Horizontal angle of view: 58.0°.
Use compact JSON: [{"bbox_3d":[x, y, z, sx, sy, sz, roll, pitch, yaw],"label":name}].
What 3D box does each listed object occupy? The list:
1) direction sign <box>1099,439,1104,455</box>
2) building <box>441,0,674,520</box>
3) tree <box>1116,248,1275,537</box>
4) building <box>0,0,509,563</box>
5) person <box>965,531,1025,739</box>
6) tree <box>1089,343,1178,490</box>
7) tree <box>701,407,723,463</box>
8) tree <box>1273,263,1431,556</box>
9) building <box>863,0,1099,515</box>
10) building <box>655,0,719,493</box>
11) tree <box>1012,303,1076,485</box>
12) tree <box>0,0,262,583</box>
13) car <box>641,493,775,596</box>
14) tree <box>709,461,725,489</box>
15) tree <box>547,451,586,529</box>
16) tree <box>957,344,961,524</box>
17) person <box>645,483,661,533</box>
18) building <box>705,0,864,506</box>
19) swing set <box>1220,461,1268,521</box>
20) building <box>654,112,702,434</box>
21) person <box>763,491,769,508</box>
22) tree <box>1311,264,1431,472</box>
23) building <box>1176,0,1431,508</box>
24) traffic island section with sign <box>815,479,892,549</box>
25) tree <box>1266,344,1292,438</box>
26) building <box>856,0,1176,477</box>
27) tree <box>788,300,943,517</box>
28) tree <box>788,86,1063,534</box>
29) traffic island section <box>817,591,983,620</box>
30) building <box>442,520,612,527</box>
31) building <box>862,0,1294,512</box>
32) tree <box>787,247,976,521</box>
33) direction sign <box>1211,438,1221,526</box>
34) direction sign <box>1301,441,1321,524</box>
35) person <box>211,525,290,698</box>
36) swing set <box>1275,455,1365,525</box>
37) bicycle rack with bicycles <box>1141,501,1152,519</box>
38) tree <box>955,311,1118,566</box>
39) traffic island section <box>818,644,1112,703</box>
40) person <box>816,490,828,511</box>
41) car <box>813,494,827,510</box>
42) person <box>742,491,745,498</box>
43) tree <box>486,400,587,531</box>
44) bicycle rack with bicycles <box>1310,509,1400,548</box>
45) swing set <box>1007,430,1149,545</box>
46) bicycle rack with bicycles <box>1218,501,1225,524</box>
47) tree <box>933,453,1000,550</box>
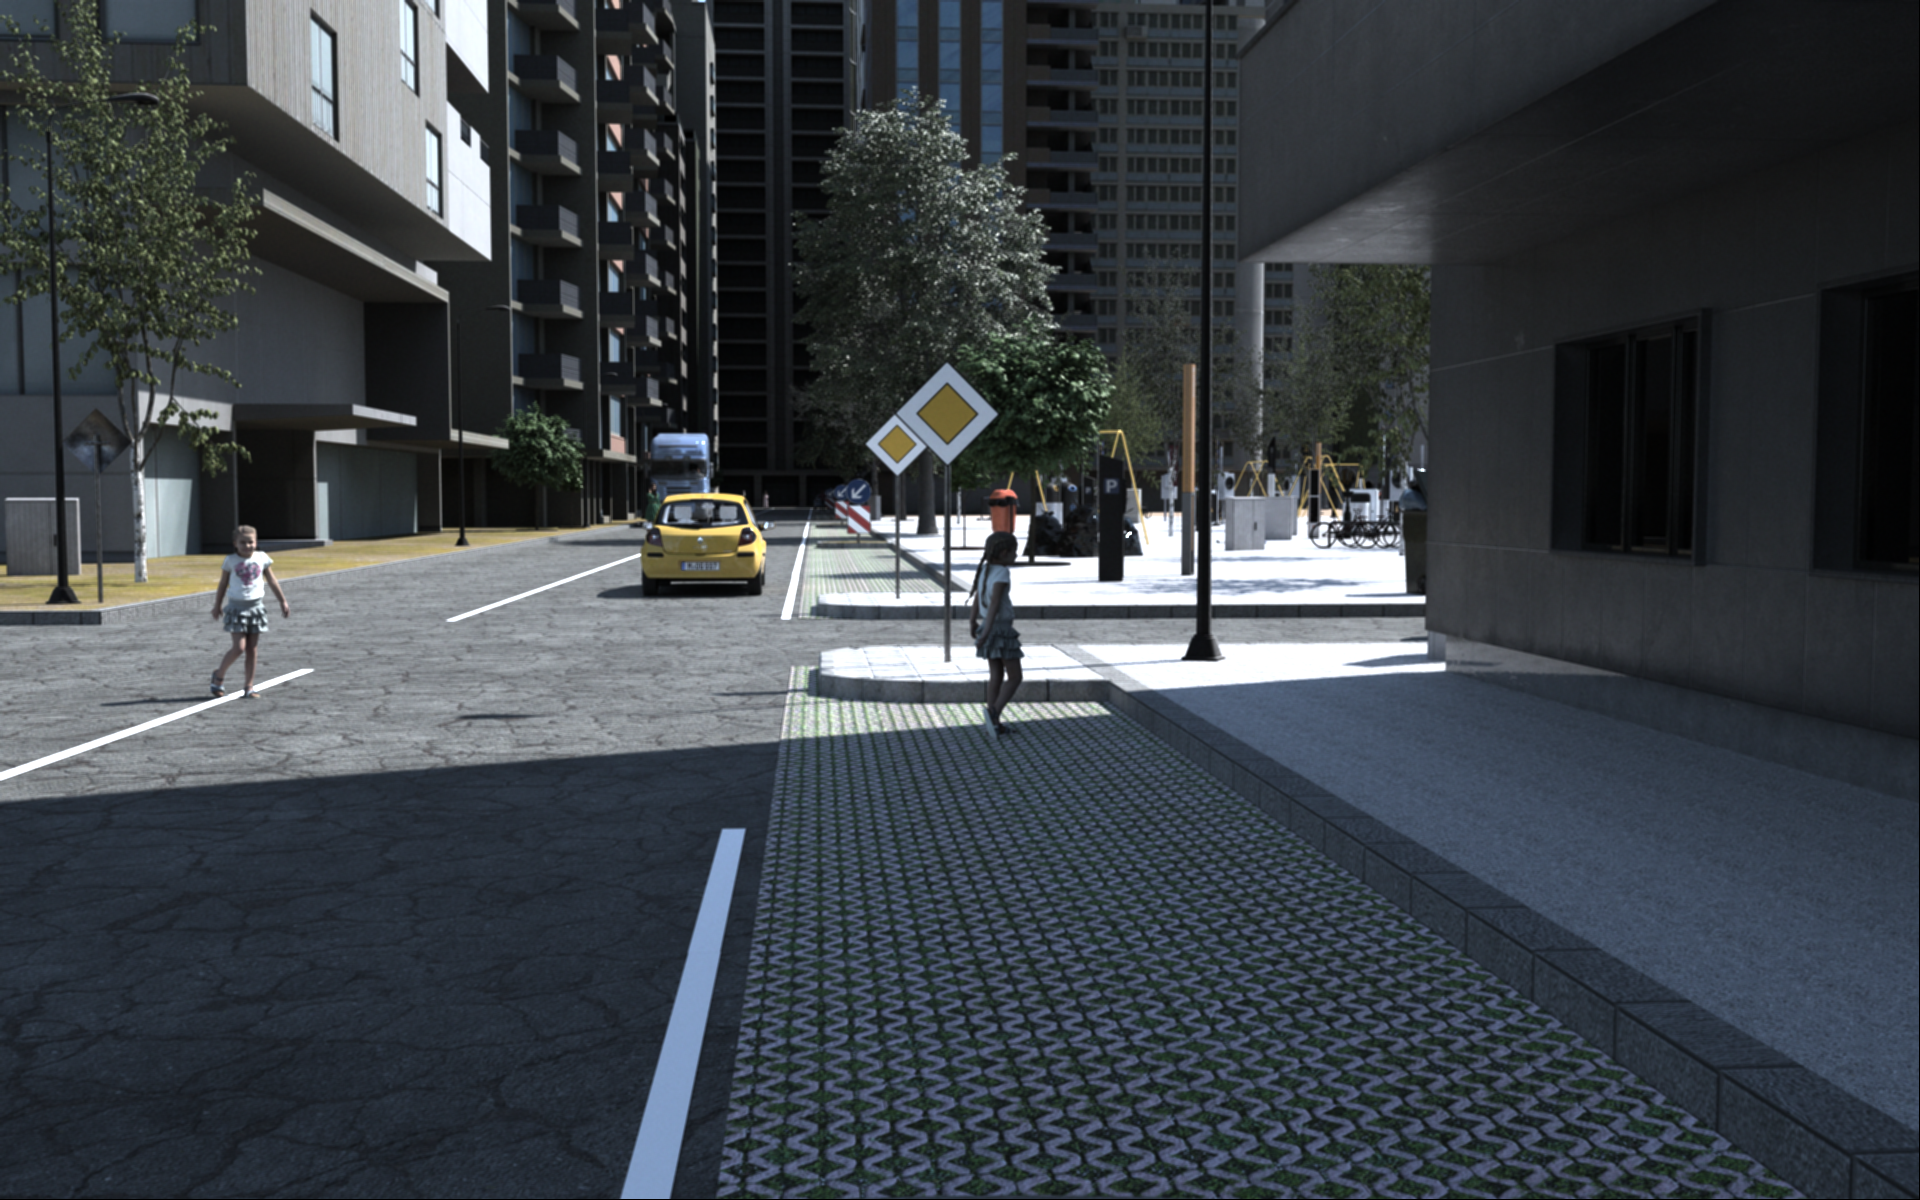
[{"bbox_3d":[5.830,-4.860,71.465,0.379,3.537,0.876,1,4,16],"label":"direction sign"},{"bbox_3d":[-29.633,-27.767,108.611,22.147,44.769,28.867,0,4,-5],"label":"building"},{"bbox_3d":[6.457,-6.200,51.739,4.360,8.622,3.978,0,3,0],"label":"tree"},{"bbox_3d":[-27.288,-27.689,41.949,28.713,52.752,27.495,0,4,-5],"label":"building"},{"bbox_3d":[0.158,0.200,10.249,0.382,1.210,0.505,-2,4,-30],"label":"person"},{"bbox_3d":[7.847,-8.201,84.450,4.737,8.622,4.395,0,3,0],"label":"tree"},{"bbox_3d":[-21.958,-11.778,142.933,4.360,8.622,3.978,0,3,0],"label":"tree"},{"bbox_3d":[8.983,-5.226,35.809,4.360,8.622,3.978,0,3,0],"label":"tree"},{"bbox_3d":[0.905,-28.353,113.676,14.600,45.320,14.200,0,4,-5],"label":"building"},{"bbox_3d":[-33.484,-32.728,158.803,21.600,48.544,21.300,0,4,-5],"label":"building"},{"bbox_3d":[2.966,-7.070,65.963,4.360,8.622,3.978,0,3,0],"label":"tree"},{"bbox_3d":[-11.837,-4.546,24.683,4.737,8.622,4.395,0,3,0],"label":"tree"},{"bbox_3d":[-3.780,-0.959,25.897,2.015,1.641,3.980,0,4,-5],"label":"car"},{"bbox_3d":[-21.757,-10.058,148.167,4.285,4.588,4.351,0,3,0],"label":"tree"},{"bbox_3d":[-14.477,-4.289,64.733,1.663,3.219,1.824,0,3,0],"label":"tree"},{"bbox_3d":[-0.286,-7.532,73.517,4.737,8.622,4.395,0,3,0],"label":"tree"},{"bbox_3d":[-10.073,-2.940,56.813,0.600,1.795,0.529,-3,5,-45],"label":"person"},{"bbox_3d":[-16.680,-45.888,188.527,20.611,71.187,20.563,0,4,-5],"label":"building"},{"bbox_3d":[14.120,-5.169,82.138,2.862,2.851,3.119,0,4,-7],"label":"swing set"},{"bbox_3d":[-27.086,-21.962,130.782,14.160,30.474,14.107,0,4,-5],"label":"building"},{"bbox_3d":[-19.262,-9.944,171.752,0.621,1.740,0.551,1,4,23],"label":"person"},{"bbox_3d":[7.333,-4.626,26.002,4.737,8.622,4.395,0,3,0],"label":"tree"},{"bbox_3d":[35.160,-38.062,164.318,28.212,58.520,21.231,0,4,-5],"label":"building"},{"bbox_3d":[-2.817,-2.287,46.022,1.989,1.847,2.006,0,4,-5],"label":"traffic island section with sign"},{"bbox_3d":[15.766,-7.785,77.640,4.737,8.622,4.395,0,3,0],"label":"tree"},{"bbox_3d":[4.253,-34.834,158.778,28.713,52.752,27.495,0,4,-5],"label":"building"},{"bbox_3d":[-4.914,-11.026,97.280,9.611,12.733,9.660,0,3,0],"label":"tree"},{"bbox_3d":[-1.017,-9.062,54.822,9.857,13.997,8.962,0,3,0],"label":"tree"},{"bbox_3d":[-0.742,0.066,21.197,2.009,0.180,2.903,0,4,-5],"label":"traffic island section"},{"bbox_3d":[-25.525,-25.930,78.579,22.147,44.769,28.867,0,4,-5],"label":"building"},{"bbox_3d":[8.671,-27.021,133.666,32.217,40.220,23.993,0,4,-5],"label":"building"},{"bbox_3d":[-2.725,-10.589,83.503,12.009,13.543,11.850,0,3,0],"label":"tree"},{"bbox_3d":[10.294,-4.739,69.483,0.379,3.537,0.876,1,4,15],"label":"direction sign"},{"bbox_3d":[15.090,-5.047,74.523,0.876,3.537,0.379,0,4,-2],"label":"direction sign"},{"bbox_3d":[-5.035,0.076,12.273,0.505,1.210,0.382,-3,4,-38],"label":"person"},{"bbox_3d":[14.667,-4.487,70.983,2.862,2.851,3.119,0,4,-3],"label":"swing set"},{"bbox_3d":[8.632,-4.656,89.509,2.925,0.926,2.852,-2,4,-26],"label":"bicycle rack with bicycles"},{"bbox_3d":[1.256,-2.907,31.241,4.285,4.588,4.351,0,3,0],"label":"tree"},{"bbox_3d":[-0.075,0.553,13.239,2.009,0.180,2.903,0,4,-5],"label":"traffic island section"},{"bbox_3d":[-11.239,-8.117,141.928,1.217,1.743,0.721,-1,4,-22],"label":"person"},{"bbox_3d":[-12.505,-8.970,158.653,2.014,1.417,4.499,0,4,-5],"label":"car"},{"bbox_3d":[-20.908,-9.632,166.710,0.721,1.736,1.217,-1,4,-12],"label":"person"},{"bbox_3d":[-14.794,-4.700,60.554,4.285,4.588,4.351,0,3,0],"label":"tree"},{"bbox_3d":[9.950,-1.731,41.676,2.925,0.926,2.852,1,4,13],"label":"bicycle rack with bicycles"},{"bbox_3d":[2.687,-2.800,43.402,3.119,2.851,2.862,3,4,36],"label":"swing set"},{"bbox_3d":[11.567,-3.801,75.526,2.852,0.926,2.925,-2,4,-30],"label":"bicycle rack with bicycles"},{"bbox_3d":[0.101,-2.766,39.821,1.663,3.219,1.824,0,3,0],"label":"tree"}]
